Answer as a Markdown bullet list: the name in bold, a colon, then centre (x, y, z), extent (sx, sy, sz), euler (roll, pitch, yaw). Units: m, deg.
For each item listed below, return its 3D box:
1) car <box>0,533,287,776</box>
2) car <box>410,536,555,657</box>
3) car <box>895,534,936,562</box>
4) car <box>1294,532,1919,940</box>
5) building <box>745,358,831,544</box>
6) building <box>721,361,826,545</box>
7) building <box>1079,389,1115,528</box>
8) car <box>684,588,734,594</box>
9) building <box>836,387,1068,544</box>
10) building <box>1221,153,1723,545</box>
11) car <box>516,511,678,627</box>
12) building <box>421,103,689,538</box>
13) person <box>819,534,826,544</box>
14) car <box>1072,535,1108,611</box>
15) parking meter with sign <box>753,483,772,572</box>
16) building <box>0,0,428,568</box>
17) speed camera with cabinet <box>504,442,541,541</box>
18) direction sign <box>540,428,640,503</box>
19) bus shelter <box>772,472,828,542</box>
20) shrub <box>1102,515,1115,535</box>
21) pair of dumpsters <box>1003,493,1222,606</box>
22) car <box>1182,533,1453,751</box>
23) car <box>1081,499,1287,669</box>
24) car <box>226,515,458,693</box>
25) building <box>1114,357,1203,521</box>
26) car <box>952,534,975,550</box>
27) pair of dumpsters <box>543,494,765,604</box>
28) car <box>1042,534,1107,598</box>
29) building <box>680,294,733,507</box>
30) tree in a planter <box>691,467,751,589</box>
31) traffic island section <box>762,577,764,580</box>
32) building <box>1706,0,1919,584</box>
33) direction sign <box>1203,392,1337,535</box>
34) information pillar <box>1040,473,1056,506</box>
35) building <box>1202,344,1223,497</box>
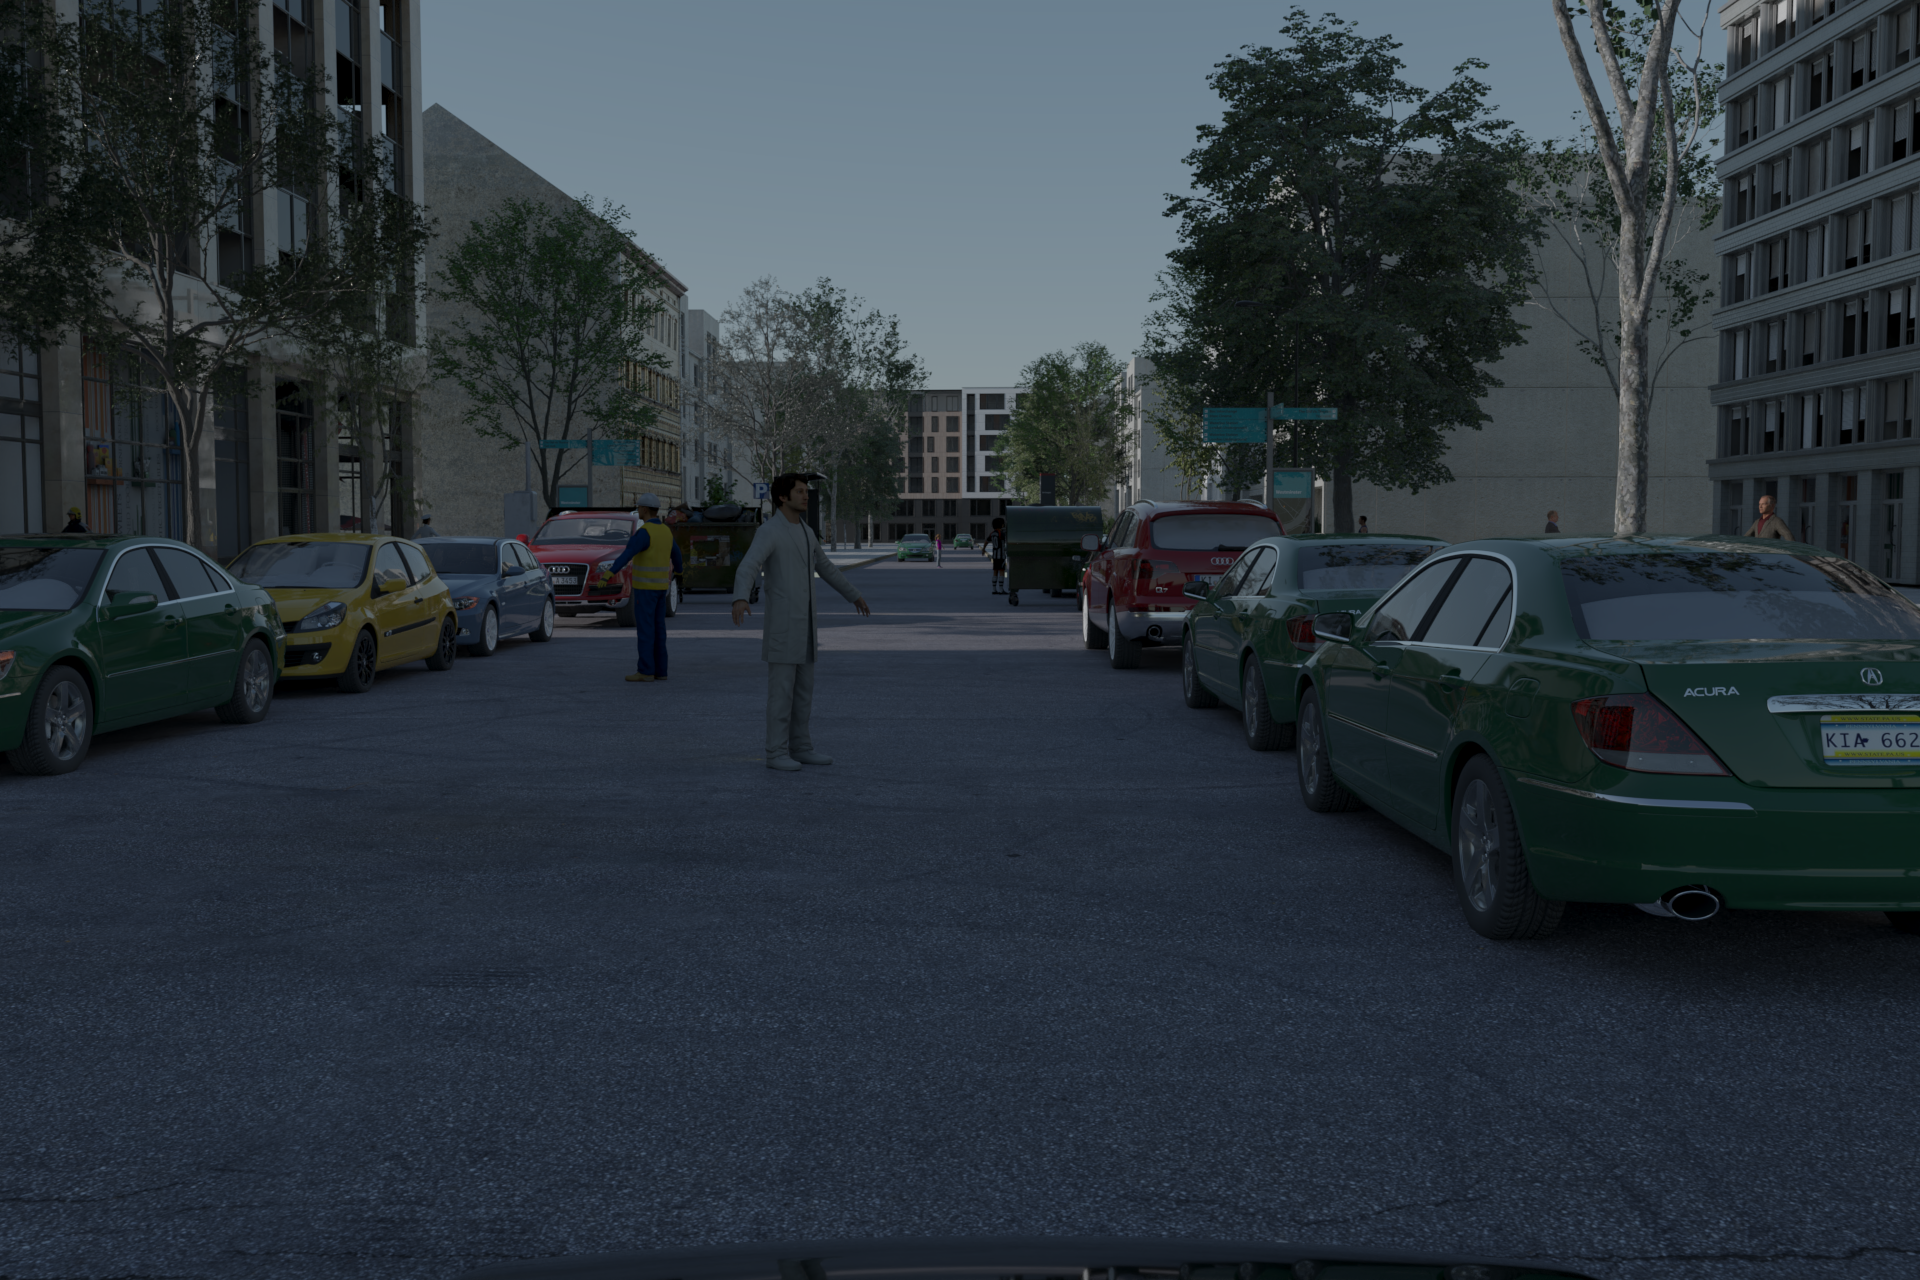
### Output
- **car**: centre (-6.233, 0.001, 11.780), extent (2.131, 1.459, 4.920), euler (0, 3, 0)
- **car**: centre (-6.337, -0.598, 21.781), extent (2.014, 1.417, 4.499), euler (0, 4, 0)
- **car**: centre (-2.269, -4.785, 90.034), extent (2.131, 1.459, 4.920), euler (0, 4, 1)
- **car**: centre (2.728, 0.259, 7.558), extent (2.131, 1.459, 4.920), euler (0, 4, -1)
- **building**: centre (-26.451, -24.154, 225.846), extent (19.493, 23.208, 18.063), euler (0, 4, 1)
- **building**: centre (-24.424, -19.976, 193.061), extent (16.747, 18.905, 31.486), euler (0, 4, -1)
- **building**: centre (24.190, -24.289, 228.050), extent (19.493, 23.208, 18.063), euler (0, 3, 0)
- **car**: centre (-6.226, -1.993, 42.812), extent (2.015, 1.641, 3.980), euler (0, 3, 0)
- **building**: centre (-0.749, -24.884, 253.279), extent (32.646, 21.610, 27.936), euler (0, 4, 5)
- **building**: centre (24.108, -13.628, 89.269), extent (16.747, 18.905, 31.486), euler (0, 4, 1)
- **car**: centre (-5.946, -1.205, 28.369), extent (2.281, 1.827, 5.304), euler (0, 4, 1)
- **building**: centre (-26.544, -16.325, 97.849), extent (19.493, 23.208, 18.063), euler (0, 4, 1)
- **person**: centre (-6.083, -4.101, 73.770), extent (0.721, 1.740, 1.216), euler (2, 4, 29)
- **car**: centre (3.060, -1.308, 31.178), extent (2.009, 1.686, 4.222), euler (0, 4, -1)
- **parking meter with sign**: centre (-6.725, -3.884, 59.766), extent (0.543, 3.016, 1.738), euler (0, 4, 2)
- **building**: centre (-31.709, -17.231, 47.957), extent (22.709, 31.103, 35.509), euler (0, 4, 1)
- **speed camera with cabinet**: centre (-9.448, -2.662, 37.860), extent (0.660, 3.252, 2.038), euler (0, 4, -1)
- **direction sign**: centre (-9.324, -3.396, 44.281), extent (2.525, 3.948, 1.411), euler (0, 4, 0)
- **bus shelter**: centre (-6.290, -4.725, 68.543), extent (1.731, 3.624, 6.357), euler (0, 4, 0)
- **shrub**: centre (6.320, -4.211, 72.892), extent (1.661, 2.075, 1.752), euler (0, 3, 0)
- **pair of dumpsters**: centre (3.087, -1.825, 34.793), extent (4.436, 2.255, 1.574), euler (0, 4, -1)
- **car**: centre (2.806, -0.066, 12.882), extent (2.131, 1.459, 4.920), euler (0, 4, -1)
- **car**: centre (2.586, -0.689, 19.939), extent (2.281, 1.827, 5.304), euler (0, 4, -1)
- **car**: centre (-6.200, -0.402, 16.800), extent (2.015, 1.641, 3.980), euler (0, 4, 0)
- **building**: centre (25.817, -19.261, 181.377), extent (16.747, 18.905, 31.486), euler (0, 4, 1)
- **car**: centre (0.338, -9.045, 159.689), extent (2.131, 1.459, 4.920), euler (0, 3, 0)
- **pair of dumpsters**: centre (-6.283, -1.882, 35.720), extent (4.436, 2.255, 1.574), euler (0, 4, 1)
- **car**: centre (2.928, -1.758, 40.542), extent (2.131, 1.459, 4.920), euler (0, 4, -1)
- **building**: centre (-28.508, -16.523, 136.610), extent (16.747, 18.905, 31.486), euler (0, 4, 0)
- **tree in a planter**: centre (-6.418, -2.989, 46.087), extent (1.991, 3.239, 1.994), euler (0, 4, 1)
- **traffic island section**: centre (-6.379, -1.972, 55.111), extent (1.991, 0.108, 1.994), euler (0, 4, 0)
- **building**: centre (26.412, -12.023, 43.256), extent (8.464, 21.280, 15.925), euler (0, 4, 1)
- **direction sign**: centre (5.843, -2.654, 32.159), extent (2.525, 3.948, 1.411), euler (0, 4, 0)
- **information pillar**: centre (3.745, -5.186, 74.161), extent (0.750, 3.857, 0.750), euler (0, 4, -1)
- **building**: centre (23.624, -16.798, 131.065), extent (16.016, 20.090, 11.380), euler (0, 4, 1)
